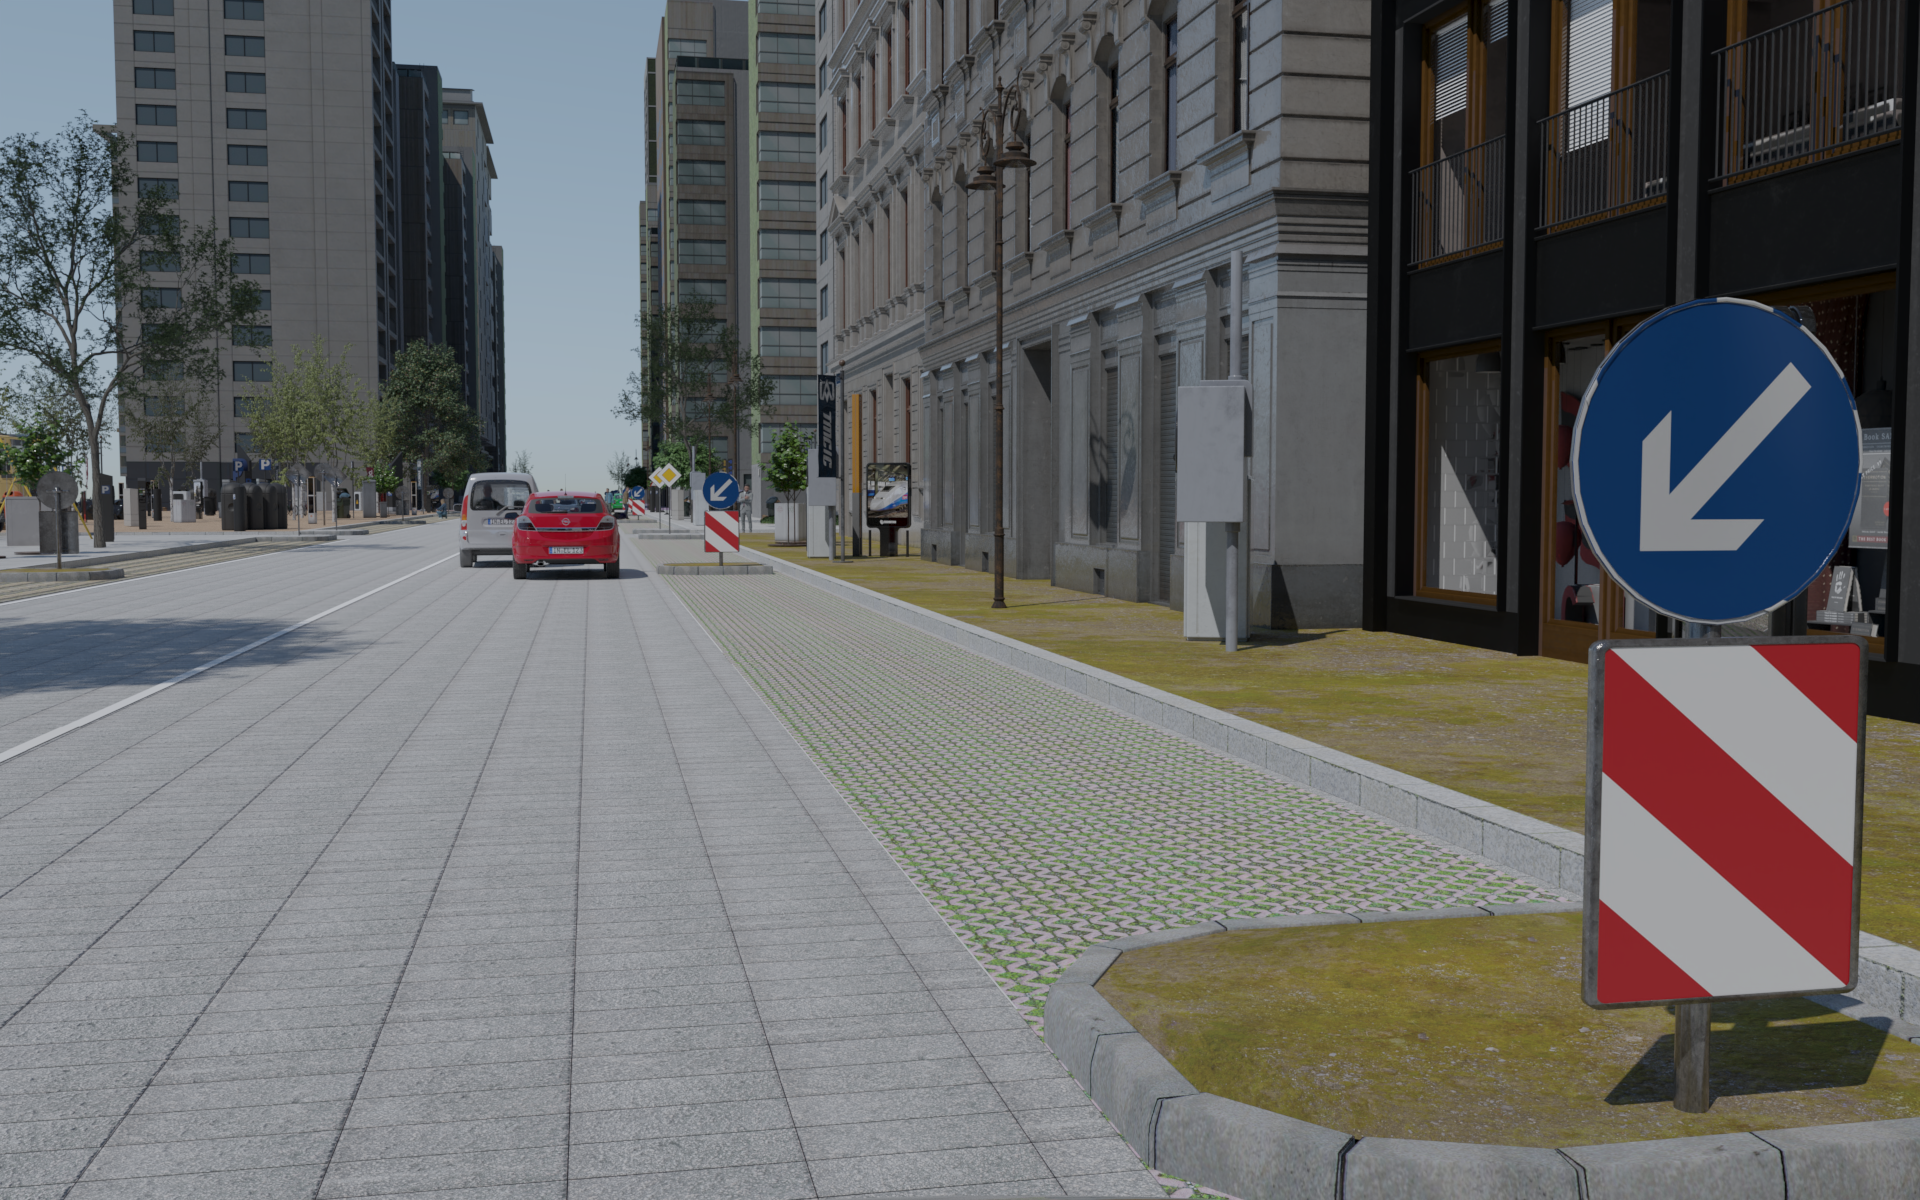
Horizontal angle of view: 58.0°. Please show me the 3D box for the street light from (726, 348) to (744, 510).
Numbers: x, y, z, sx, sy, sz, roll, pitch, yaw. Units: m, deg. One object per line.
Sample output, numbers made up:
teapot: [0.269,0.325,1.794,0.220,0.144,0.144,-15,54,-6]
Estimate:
street light: [-7.139,-5.028,54.992,0.468,5.910,1.993,-1,4,-12]

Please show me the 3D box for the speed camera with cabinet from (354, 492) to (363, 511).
speed camera with cabinet: [-45.551,-8.441,132.340,2.038,3.252,0.660,3,5,43]

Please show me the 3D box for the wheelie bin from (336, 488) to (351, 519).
wheelie bin: [-32.302,-5.057,90.596,0.980,1.594,0.693,1,4,22]

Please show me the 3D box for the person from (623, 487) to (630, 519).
person: [-18.872,-5.470,97.850,0.656,1.842,0.836,2,4,32]

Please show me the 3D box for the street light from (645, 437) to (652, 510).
street light: [-25.539,-10.325,141.599,0.468,5.910,1.993,-1,4,-12]

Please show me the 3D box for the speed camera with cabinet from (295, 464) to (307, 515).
speed camera with cabinet: [-40.361,-6.819,105.818,0.660,3.252,2.038,-1,4,-14]

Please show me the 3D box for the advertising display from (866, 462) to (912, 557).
advertising display: [-1.457,-1.847,35.406,0.974,1.923,0.123,1,4,23]

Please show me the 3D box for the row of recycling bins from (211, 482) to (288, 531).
row of recycling bins: [-25.367,-3.383,62.431,1.069,1.692,3.534,1,4,8]

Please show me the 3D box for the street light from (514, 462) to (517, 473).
street light: [-64.795,-17.111,252.559,0.468,5.910,1.993,-1,4,-12]

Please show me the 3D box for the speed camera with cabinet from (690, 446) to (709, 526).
speed camera with cabinet: [-10.655,-4.688,70.989,0.660,3.252,2.038,-1,4,-14]

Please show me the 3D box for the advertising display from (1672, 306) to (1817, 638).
advertising display: [2.853,-0.071,6.370,0.123,1.923,0.974,0,4,3]

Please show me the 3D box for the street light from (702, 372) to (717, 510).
street light: [-9.453,-5.666,65.422,0.468,5.910,1.993,-1,4,-12]

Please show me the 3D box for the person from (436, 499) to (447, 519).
person: [-30.001,-5.262,100.027,0.738,1.151,1.012,0,4,4]

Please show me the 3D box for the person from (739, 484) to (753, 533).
person: [-7.536,-3.198,60.972,0.511,1.800,0.466,0,4,-7]

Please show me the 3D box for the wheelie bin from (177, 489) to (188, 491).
wheelie bin: [-50.497,-6.403,112.598,0.980,1.594,0.693,-1,4,-18]

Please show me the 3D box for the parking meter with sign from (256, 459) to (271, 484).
parking meter with sign: [-35.060,-5.555,87.081,0.543,3.016,1.738,-2,4,-31]

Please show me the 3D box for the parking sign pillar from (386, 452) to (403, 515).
parking sign pillar: [-35.638,-7.382,109.168,1.447,3.967,1.447,1,4,13]

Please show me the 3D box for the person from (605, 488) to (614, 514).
person: [-20.817,-5.746,102.786,0.601,1.785,0.444,3,4,38]

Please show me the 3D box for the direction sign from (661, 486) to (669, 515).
direction sign: [-20.833,-7.914,121.396,0.379,3.537,0.876,-2,4,-28]

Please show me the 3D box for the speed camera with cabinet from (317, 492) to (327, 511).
speed camera with cabinet: [-48.491,-8.265,129.468,2.038,3.252,0.660,-3,4,-37]

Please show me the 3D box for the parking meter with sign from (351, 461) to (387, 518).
parking meter with sign: [-31.550,-5.887,92.515,1.738,3.016,0.543,-2,4,-24]

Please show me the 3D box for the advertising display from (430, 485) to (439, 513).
advertising display: [-36.512,-7.034,120.225,0.123,1.923,0.974,1,4,22]

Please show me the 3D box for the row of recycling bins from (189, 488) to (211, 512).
row of recycling bins: [-54.991,-7.266,125.915,1.069,1.692,3.534,0,4,-1]

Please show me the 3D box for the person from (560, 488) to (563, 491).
person: [-27.896,-6.906,121.423,0.388,1.821,0.555,2,4,23]

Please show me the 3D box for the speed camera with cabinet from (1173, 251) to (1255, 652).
speed camera with cabinet: [2.211,-1.258,14.909,0.660,3.252,2.038,1,4,12]

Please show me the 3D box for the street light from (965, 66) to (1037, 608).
street light: [0.441,-2.846,19.323,0.468,5.910,1.993,-1,4,-12]

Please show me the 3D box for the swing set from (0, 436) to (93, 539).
swing set: [-25.943,-3.059,47.632,2.862,2.851,3.119,0,4,-8]

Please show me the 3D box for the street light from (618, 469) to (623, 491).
street light: [-50.345,-17.452,258.120,0.468,5.910,1.993,-1,4,-12]

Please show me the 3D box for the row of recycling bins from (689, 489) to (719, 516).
row of recycling bins: [-15.310,-5.961,104.575,1.069,1.692,3.534,1,4,17]

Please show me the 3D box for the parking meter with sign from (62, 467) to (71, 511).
parking meter with sign: [-51.576,-6.327,99.699,0.543,3.016,1.738,-1,4,-13]

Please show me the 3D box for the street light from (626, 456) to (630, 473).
street light: [-42.851,-15.314,223.164,0.468,5.910,1.993,-1,4,-12]

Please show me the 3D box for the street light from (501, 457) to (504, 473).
street light: [-57.435,-14.972,217.575,0.468,5.910,1.993,-1,4,-12]

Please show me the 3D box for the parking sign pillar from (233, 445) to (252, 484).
parking sign pillar: [-38.997,-6.463,94.150,1.447,3.967,1.447,3,5,41]

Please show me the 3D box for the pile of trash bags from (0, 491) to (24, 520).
pile of trash bags: [-28.760,-2.501,50.651,3.447,1.369,1.912,1,4,17]

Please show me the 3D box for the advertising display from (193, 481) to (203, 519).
advertising display: [-38.782,-5.076,88.199,0.123,1.923,0.974,-3,5,-43]

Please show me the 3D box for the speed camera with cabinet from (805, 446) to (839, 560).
speed camera with cabinet: [-2.752,-2.445,34.308,0.660,3.252,2.038,0,4,-6]

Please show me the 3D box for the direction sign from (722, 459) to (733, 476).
direction sign: [-14.866,-7.260,110.705,0.876,3.537,0.379,2,4,35]

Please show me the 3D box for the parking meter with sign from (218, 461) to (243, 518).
parking meter with sign: [-38.533,-5.818,91.387,1.738,3.016,0.543,2,4,35]

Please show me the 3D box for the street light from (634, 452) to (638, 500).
street light: [-32.991,-12.463,176.564,0.468,5.910,1.993,-1,4,-12]

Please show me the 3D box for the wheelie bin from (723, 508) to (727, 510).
wheelie bin: [-14.724,-6.076,107.247,0.980,1.594,0.693,0,4,0]

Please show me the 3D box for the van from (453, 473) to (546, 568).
van: [-9.286,-1.727,35.243,2.013,2.044,4.112,-1,4,-14]

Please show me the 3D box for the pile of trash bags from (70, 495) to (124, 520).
pile of trash bags: [-41.860,-4.653,85.833,3.447,1.369,1.912,1,4,17]

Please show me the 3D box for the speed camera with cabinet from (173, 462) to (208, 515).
speed camera with cabinet: [-47.296,-6.847,106.289,2.038,3.252,0.660,0,4,-2]

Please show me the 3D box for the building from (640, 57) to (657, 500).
building: [-43.167,-51.770,284.694,20.563,71.187,20.611,-1,4,-12]

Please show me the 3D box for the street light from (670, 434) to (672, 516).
street light: [-16.833,-7.849,101.121,0.468,5.910,1.993,-1,4,-12]

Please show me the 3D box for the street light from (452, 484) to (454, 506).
street light: [-40.238,-10.065,137.348,0.468,5.910,1.993,-1,4,-12]
